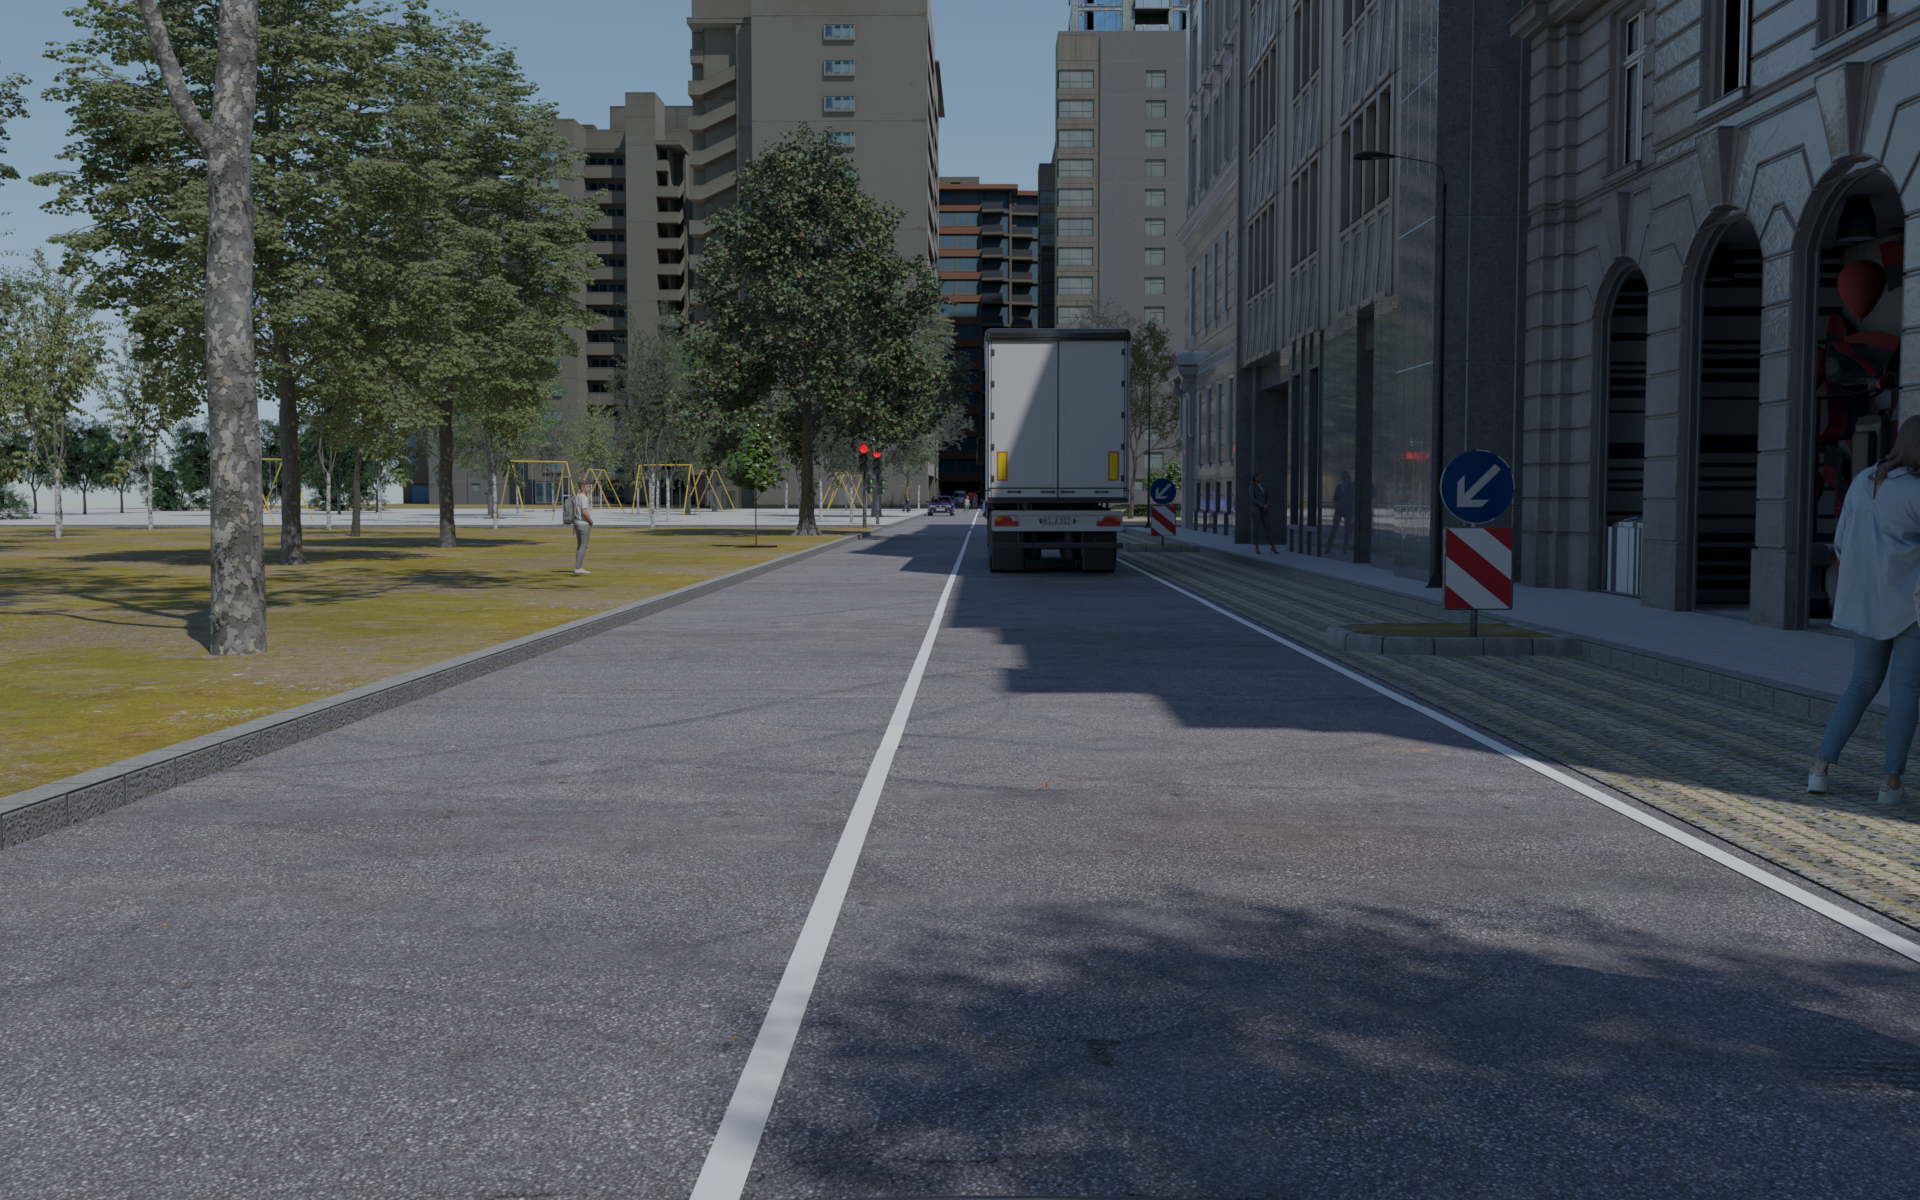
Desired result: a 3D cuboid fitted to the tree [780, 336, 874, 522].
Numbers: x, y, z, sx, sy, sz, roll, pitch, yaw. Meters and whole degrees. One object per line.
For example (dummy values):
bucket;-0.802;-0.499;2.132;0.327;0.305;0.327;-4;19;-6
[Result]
tree;-5.050;-7.821;78.233;4.360;8.622;3.978;0;3;0

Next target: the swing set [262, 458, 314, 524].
swing set;-30.532;-4.793;75.988;2.862;2.851;3.119;1;4;13

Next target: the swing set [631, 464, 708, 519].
swing set;-15.395;-5.732;91.332;3.119;2.851;2.862;1;4;10

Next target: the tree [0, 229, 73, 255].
tree;-26.417;-6.102;50.129;4.737;8.622;4.395;0;3;0

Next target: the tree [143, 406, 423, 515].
tree;-41.590;-8.974;109.639;11.467;7.101;20.602;0;4;-5

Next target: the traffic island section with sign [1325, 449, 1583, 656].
traffic island section with sign;4.508;-0.462;16.190;1.989;1.847;2.006;0;4;1

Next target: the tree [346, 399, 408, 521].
tree;-27.596;-8.057;82.096;4.737;8.622;4.395;0;3;0

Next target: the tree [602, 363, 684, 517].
tree;-17.012;-8.994;97.419;4.737;8.622;4.395;0;3;0

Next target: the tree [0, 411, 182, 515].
tree;-57.600;-8.937;109.020;11.467;7.101;20.602;-1;4;-13

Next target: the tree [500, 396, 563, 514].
tree;-29.185;-9.961;113.222;4.360;8.622;3.978;0;3;0

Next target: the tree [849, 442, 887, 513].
tree;-9.035;-11.508;138.525;4.737;8.622;4.395;0;3;0

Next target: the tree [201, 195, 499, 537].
tree;-18.102;-7.166;51.579;8.767;10.594;7.601;-2;4;-25

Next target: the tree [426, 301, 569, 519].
tree;-24.192;-10.023;89.624;9.928;11.665;9.643;0;3;0

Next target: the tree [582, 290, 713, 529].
tree;-11.235;-6.903;63.234;4.360;8.622;3.978;0;3;0

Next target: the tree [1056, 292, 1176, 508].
tree;8.930;-11.904;104.994;12.009;13.543;11.850;0;3;0

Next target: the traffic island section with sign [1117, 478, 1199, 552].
traffic island section with sign;4.898;-2.124;43.353;1.989;1.847;2.006;0;4;1

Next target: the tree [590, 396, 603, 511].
tree;-27.765;-10.938;129.205;4.737;8.622;4.395;0;3;0

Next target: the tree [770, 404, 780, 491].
tree;-6.677;-8.283;85.784;4.360;8.622;3.978;0;3;0

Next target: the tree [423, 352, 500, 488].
tree;-23.173;-7.710;76.417;4.360;8.622;3.978;0;3;0

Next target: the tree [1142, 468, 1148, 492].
tree;12.531;-7.166;111.770;1.663;3.219;1.824;0;3;0

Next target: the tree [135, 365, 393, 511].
tree;-53.209;-14.173;133.555;18.604;14.587;13.155;-1;4;-11

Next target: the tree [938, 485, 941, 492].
tree;-3.015;-12.220;194.399;1.663;3.219;1.824;0;3;0

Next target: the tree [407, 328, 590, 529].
tree;-16.758;-6.894;63.086;4.737;8.622;4.395;0;3;0

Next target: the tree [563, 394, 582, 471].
tree;-28.677;-10.438;121.025;4.360;8.622;3.978;0;3;0

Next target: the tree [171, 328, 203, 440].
tree;-28.919;-6.808;61.673;4.737;8.622;4.395;0;3;0

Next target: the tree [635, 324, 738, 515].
tree;-16.477;-10.987;105.385;9.928;11.665;9.643;0;3;0

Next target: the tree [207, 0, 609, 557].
tree;-11.878;-7.527;41.190;7.486;12.596;7.792;0;3;0

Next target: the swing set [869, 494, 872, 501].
swing set;-9.259;-9.066;145.842;3.119;2.851;2.862;3;5;43

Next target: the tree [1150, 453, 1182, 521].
tree;10.143;-5.332;81.772;1.663;3.219;1.824;0;3;0

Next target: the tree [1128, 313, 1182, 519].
tree;9.112;-9.462;89.116;7.601;10.594;8.767;2;4;28

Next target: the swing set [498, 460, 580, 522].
swing set;-19.935;-5.134;81.563;3.119;2.851;2.862;-3;5;-41

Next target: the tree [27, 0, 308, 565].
tree;-12.486;-6.896;30.873;7.486;12.596;7.792;0;3;0

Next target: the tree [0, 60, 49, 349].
tree;-23.467;-7.813;34.398;9.857;13.997;8.962;0;3;0

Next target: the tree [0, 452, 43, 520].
tree;-55.611;-11.118;83.602;13.155;14.587;18.604;3;5;41

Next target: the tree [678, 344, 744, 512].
tree;-18.018;-12.606;124.241;7.486;12.596;7.792;0;3;0

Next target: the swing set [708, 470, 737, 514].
swing set;-16.324;-7.028;112.526;2.862;2.851;3.119;-2;4;-24

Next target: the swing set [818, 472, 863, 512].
swing set;-8.391;-7.635;122.444;2.862;2.851;3.119;-1;4;-16

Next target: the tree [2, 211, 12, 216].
tree;-24.606;-5.688;43.364;4.737;8.622;4.395;0;3;0

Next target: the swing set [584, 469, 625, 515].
swing set;-22.936;-6.829;109.268;2.862;2.851;3.119;0;4;4

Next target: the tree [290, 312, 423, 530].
tree;-22.374;-6.808;61.671;4.360;8.622;3.978;0;3;0

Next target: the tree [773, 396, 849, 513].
tree;-9.861;-9.508;105.823;4.737;8.622;4.395;0;3;0

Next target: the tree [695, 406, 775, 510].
tree;-19.147;-14.060;140.249;12.009;13.543;11.850;0;3;0
